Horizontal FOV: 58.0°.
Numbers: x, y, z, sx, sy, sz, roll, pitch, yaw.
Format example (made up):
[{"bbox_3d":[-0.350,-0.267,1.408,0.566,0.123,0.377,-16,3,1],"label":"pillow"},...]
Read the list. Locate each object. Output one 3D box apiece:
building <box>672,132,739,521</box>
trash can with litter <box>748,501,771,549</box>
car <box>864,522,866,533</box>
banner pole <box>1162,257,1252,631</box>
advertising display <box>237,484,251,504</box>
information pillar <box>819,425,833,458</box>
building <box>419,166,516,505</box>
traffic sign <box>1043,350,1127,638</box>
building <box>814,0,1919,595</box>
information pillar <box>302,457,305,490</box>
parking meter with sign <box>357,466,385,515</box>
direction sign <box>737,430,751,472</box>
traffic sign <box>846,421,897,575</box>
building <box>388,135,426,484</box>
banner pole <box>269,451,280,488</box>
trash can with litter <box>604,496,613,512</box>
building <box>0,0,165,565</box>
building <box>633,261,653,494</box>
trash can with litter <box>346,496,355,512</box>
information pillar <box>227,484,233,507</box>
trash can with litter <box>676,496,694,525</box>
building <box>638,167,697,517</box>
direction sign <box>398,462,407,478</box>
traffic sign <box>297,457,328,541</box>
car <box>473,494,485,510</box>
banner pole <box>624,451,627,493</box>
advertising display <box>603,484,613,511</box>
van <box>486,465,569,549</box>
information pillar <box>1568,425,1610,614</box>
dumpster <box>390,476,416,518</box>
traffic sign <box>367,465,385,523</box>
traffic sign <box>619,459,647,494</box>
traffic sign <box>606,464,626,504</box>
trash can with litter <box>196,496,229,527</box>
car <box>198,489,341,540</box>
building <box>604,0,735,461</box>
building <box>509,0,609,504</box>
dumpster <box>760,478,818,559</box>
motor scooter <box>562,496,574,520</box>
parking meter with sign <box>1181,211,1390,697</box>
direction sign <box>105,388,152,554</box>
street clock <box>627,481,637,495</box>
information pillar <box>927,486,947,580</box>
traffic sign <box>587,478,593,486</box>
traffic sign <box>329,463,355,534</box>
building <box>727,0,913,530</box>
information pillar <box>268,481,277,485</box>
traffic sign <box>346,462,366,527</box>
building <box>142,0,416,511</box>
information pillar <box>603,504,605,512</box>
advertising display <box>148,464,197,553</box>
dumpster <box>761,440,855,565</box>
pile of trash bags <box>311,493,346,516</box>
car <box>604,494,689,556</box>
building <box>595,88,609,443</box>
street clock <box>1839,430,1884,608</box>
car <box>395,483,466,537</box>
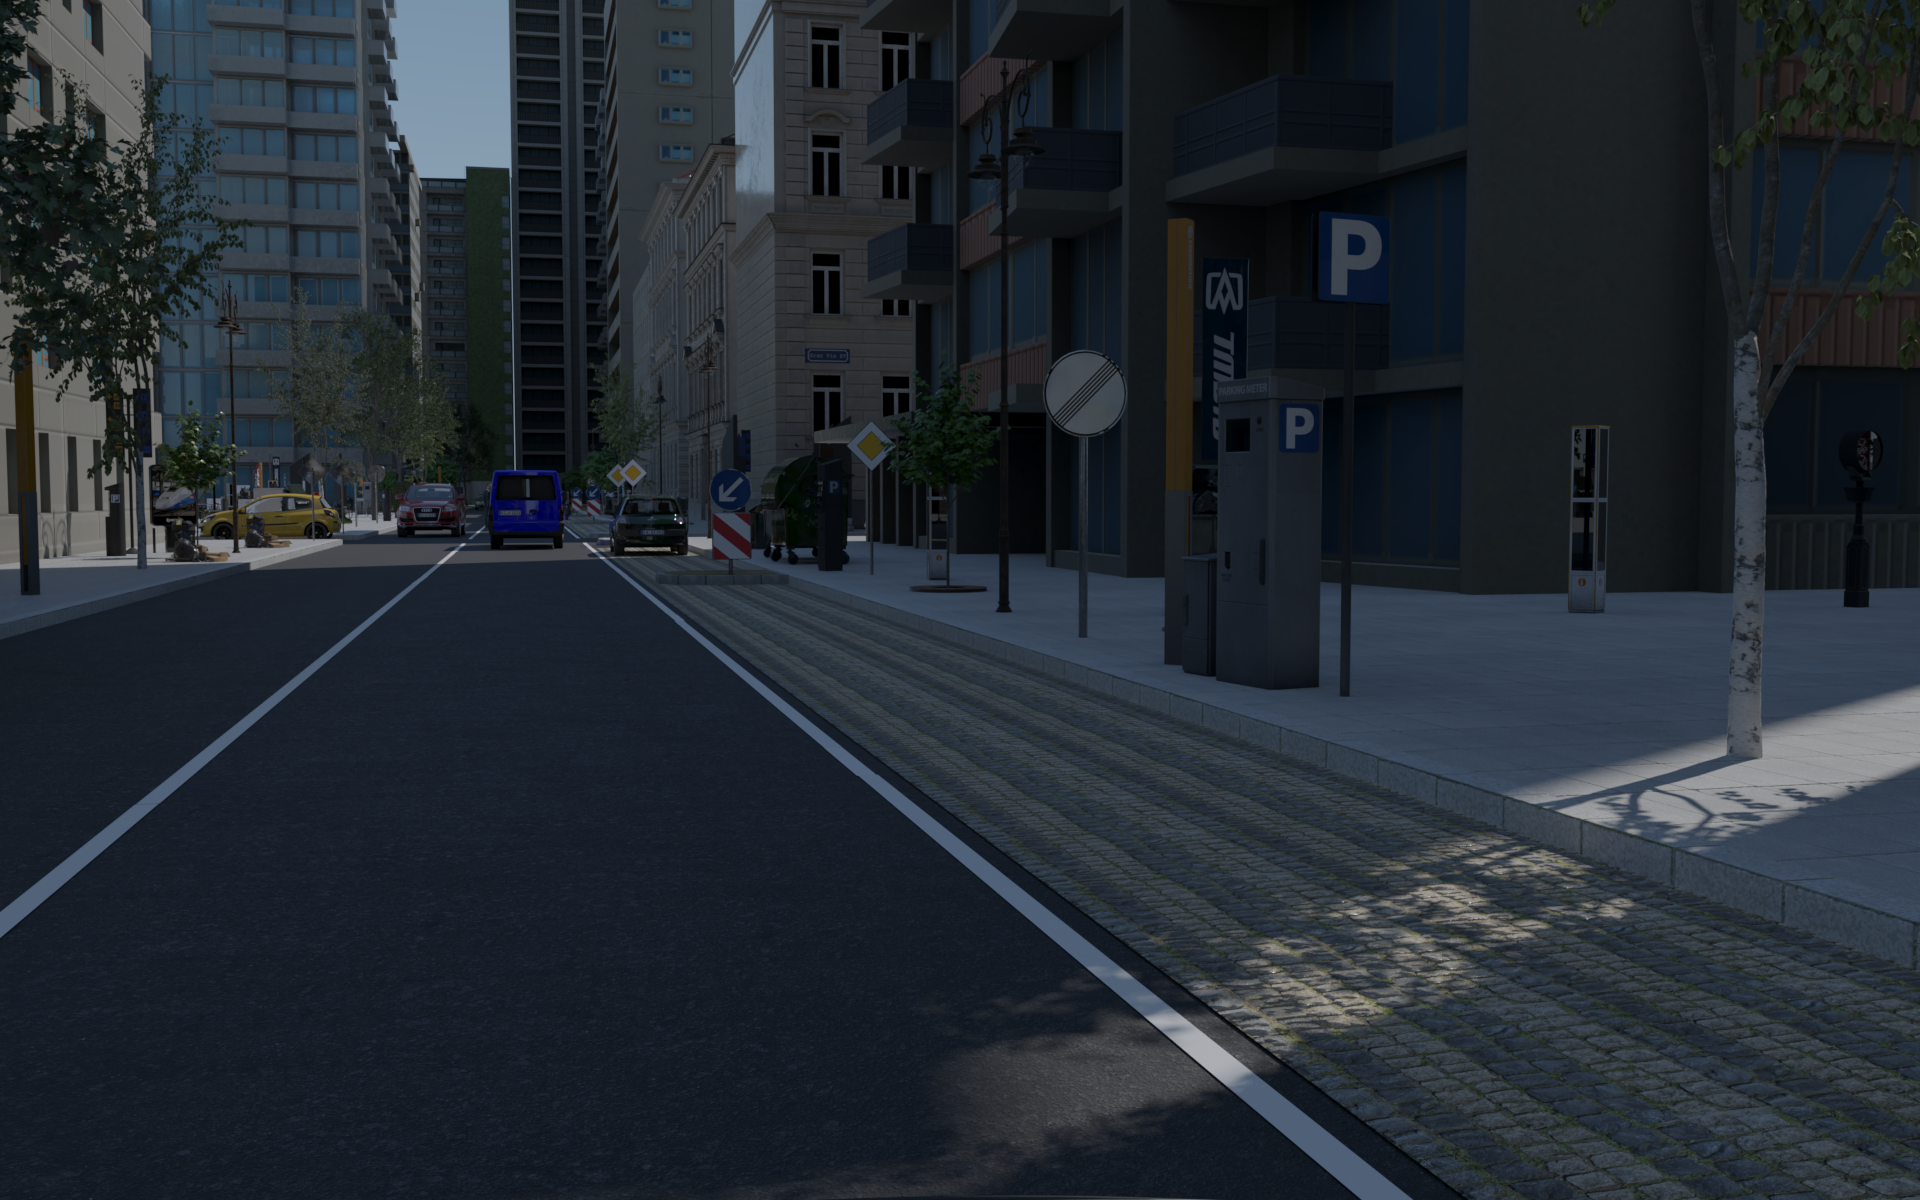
[{"bbox_3d":[-7.953,-13.487,85.140,10.561,19.102,19.286,-1,4,-14],"label":"building"},{"bbox_3d":[-4.883,-1.774,40.400,1.055,1.170,0.624,1,4,15],"label":"trash can with litter"},{"bbox_3d":[-0.713,-2.690,56.338,4.827,1.381,2.083,-1,4,-14],"label":"car"},{"bbox_3d":[2.315,-1.600,16.177,0.863,3.779,0.401,-1,4,-14],"label":"banner pole"},{"bbox_3d":[-48.134,-6.794,116.296,0.974,1.923,0.123,-3,5,-39],"label":"advertising display"},{"bbox_3d":[-4.488,-4.100,58.391,0.504,3.616,0.183,-1,4,-22],"label":"information pillar"},{"bbox_3d":[-63.373,-32.681,217.928,14.086,41.232,14.154,-1,4,-14],"label":"building"},{"bbox_3d":[1.100,-0.936,15.414,0.768,2.556,0.104,-1,4,-10],"label":"traffic sign"},{"bbox_3d":[9.849,-23.294,35.475,22.147,44.769,28.867,-1,4,-14],"label":"building"},{"bbox_3d":[-41.010,-7.150,108.260,0.183,3.616,0.504,-2,4,-27],"label":"information pillar"},{"bbox_3d":[-36.721,-6.820,107.767,1.738,3.016,0.543,0,4,5],"label":"parking meter with sign"},{"bbox_3d":[-7.783,-4.225,61.077,0.876,3.537,0.379,-2,4,-30],"label":"direction sign"},{"bbox_3d":[-1.397,-1.600,27.340,0.795,2.450,0.064,-1,4,-9],"label":"traffic sign"},{"bbox_3d":[-68.252,-29.818,179.403,23.993,40.220,32.217,-1,4,-14],"label":"building"},{"bbox_3d":[-40.272,-6.831,101.701,0.401,3.779,0.863,3,4,37],"label":"banner pole"},{"bbox_3d":[-21.467,-5.825,106.624,0.624,1.170,1.055,-3,5,-43],"label":"trash can with litter"},{"bbox_3d":[-31.642,-11.201,28.172,28.899,21.520,27.650,-1,4,-14],"label":"building"},{"bbox_3d":[-17.608,-16.481,124.224,10.420,20.320,16.860,-1,4,-14],"label":"building"},{"bbox_3d":[-42.649,-6.746,121.687,1.055,1.170,0.624,-1,4,-22],"label":"trash can with litter"},{"bbox_3d":[-51.493,-7.198,122.173,0.304,2.012,0.304,2,4,35],"label":"information pillar"},{"bbox_3d":[-12.056,-3.765,72.615,2.233,1.210,1.678,-2,4,-31],"label":"trash can with litter"},{"bbox_3d":[-13.007,-16.479,105.587,11.583,22.565,21.152,-1,4,-14],"label":"building"},{"bbox_3d":[-39.933,-8.079,124.087,0.876,3.537,0.379,2,4,34],"label":"direction sign"},{"bbox_3d":[-17.744,-2.683,47.504,0.795,2.450,0.064,-1,4,-14],"label":"traffic sign"},{"bbox_3d":[-42.559,-8.781,155.359,2.131,1.459,4.920,-1,4,-15],"label":"car"},{"bbox_3d":[-19.485,-6.785,100.944,0.401,3.779,0.863,-2,4,-25],"label":"banner pole"},{"bbox_3d":[-21.896,-6.325,108.624,0.974,1.923,0.123,1,4,13],"label":"advertising display"},{"bbox_3d":[-11.741,-2.605,46.976,2.240,2.365,5.245,-1,4,-13],"label":"van"},{"bbox_3d":[6.782,-0.868,18.689,0.304,2.012,0.304,3,5,41],"label":"information pillar"},{"bbox_3d":[-29.615,-5.510,92.574,1.502,2.255,1.985,-1,4,-14],"label":"dumpster"},{"bbox_3d":[-25.438,-4.612,75.516,0.768,2.556,0.104,0,4,-4],"label":"traffic sign"},{"bbox_3d":[-9.355,-2.810,49.585,0.795,2.450,0.064,-1,4,-14],"label":"traffic sign"},{"bbox_3d":[-11.303,-3.284,57.330,0.795,2.450,0.064,-1,4,-14],"label":"traffic sign"},{"bbox_3d":[-29.885,-3.452,67.495,1.678,1.210,2.233,2,4,30],"label":"trash can with litter"},{"bbox_3d":[-20.671,-2.550,51.922,3.980,1.641,2.015,-1,4,-13],"label":"car"},{"bbox_3d":[-19.369,-32.222,150.536,21.300,48.544,21.600,-1,4,-14],"label":"building"},{"bbox_3d":[-47.201,-48.048,223.833,20.611,71.187,20.563,-1,4,-14],"label":"building"},{"bbox_3d":[-3.217,-1.747,34.323,1.264,1.857,1.865,-1,4,-14],"label":"dumpster"},{"bbox_3d":[-21.560,-5.021,94.878,0.815,1.314,1.986,-1,4,-13],"label":"motor scooter"},{"bbox_3d":[2.090,-0.941,11.638,0.543,3.016,1.738,-2,4,-25],"label":"parking meter with sign"},{"bbox_3d":[-17.744,-2.755,37.036,0.876,3.537,0.379,-1,4,-20],"label":"direction sign"},{"bbox_3d":[-15.658,-4.779,82.706,0.471,2.002,0.358,-1,4,-14],"label":"street clock"},{"bbox_3d":[-0.330,-1.304,25.811,0.304,2.012,0.304,-1,4,-9],"label":"information pillar"},{"bbox_3d":[-27.012,-7.774,127.204,0.768,2.556,0.104,0,4,-6],"label":"traffic sign"},{"bbox_3d":[-19.692,-3.156,55.249,0.795,2.450,0.064,-1,4,-14],"label":"traffic sign"},{"bbox_3d":[3.773,-16.645,69.404,25.104,27.353,12.463,-1,4,-14],"label":"building"},{"bbox_3d":[-37.614,-5.524,94.807,0.304,2.012,0.304,1,4,19],"label":"information pillar"},{"bbox_3d":[-23.703,-4.149,67.939,0.768,2.556,0.104,-1,4,-14],"label":"traffic sign"},{"bbox_3d":[-56.855,-31.729,138.378,23.786,49.044,30.456,-1,4,-14],"label":"building"},{"bbox_3d":[-25.898,-7.472,126.660,0.304,2.012,0.304,-3,4,-37],"label":"information pillar"},{"bbox_3d":[-17.235,-2.002,37.953,0.974,1.923,0.123,-3,5,-45],"label":"advertising display"},{"bbox_3d":[-2.822,-1.813,32.138,1.502,2.255,1.985,-1,4,-14],"label":"dumpster"},{"bbox_3d":[-35.250,-5.150,93.950,1.912,1.369,3.447,3,5,39],"label":"pile of trash bags"},{"bbox_3d":[-7.484,-1.938,41.481,2.009,1.686,4.222,-1,4,-13],"label":"car"},{"bbox_3d":[-28.074,-34.865,189.643,23.786,49.044,30.456,-1,4,-14],"label":"building"},{"bbox_3d":[10.172,-0.919,19.597,0.471,2.002,0.358,-2,4,-27],"label":"street clock"},{"bbox_3d":[-18.040,-3.092,59.220,2.281,1.827,5.304,-1,4,-13],"label":"car"}]
